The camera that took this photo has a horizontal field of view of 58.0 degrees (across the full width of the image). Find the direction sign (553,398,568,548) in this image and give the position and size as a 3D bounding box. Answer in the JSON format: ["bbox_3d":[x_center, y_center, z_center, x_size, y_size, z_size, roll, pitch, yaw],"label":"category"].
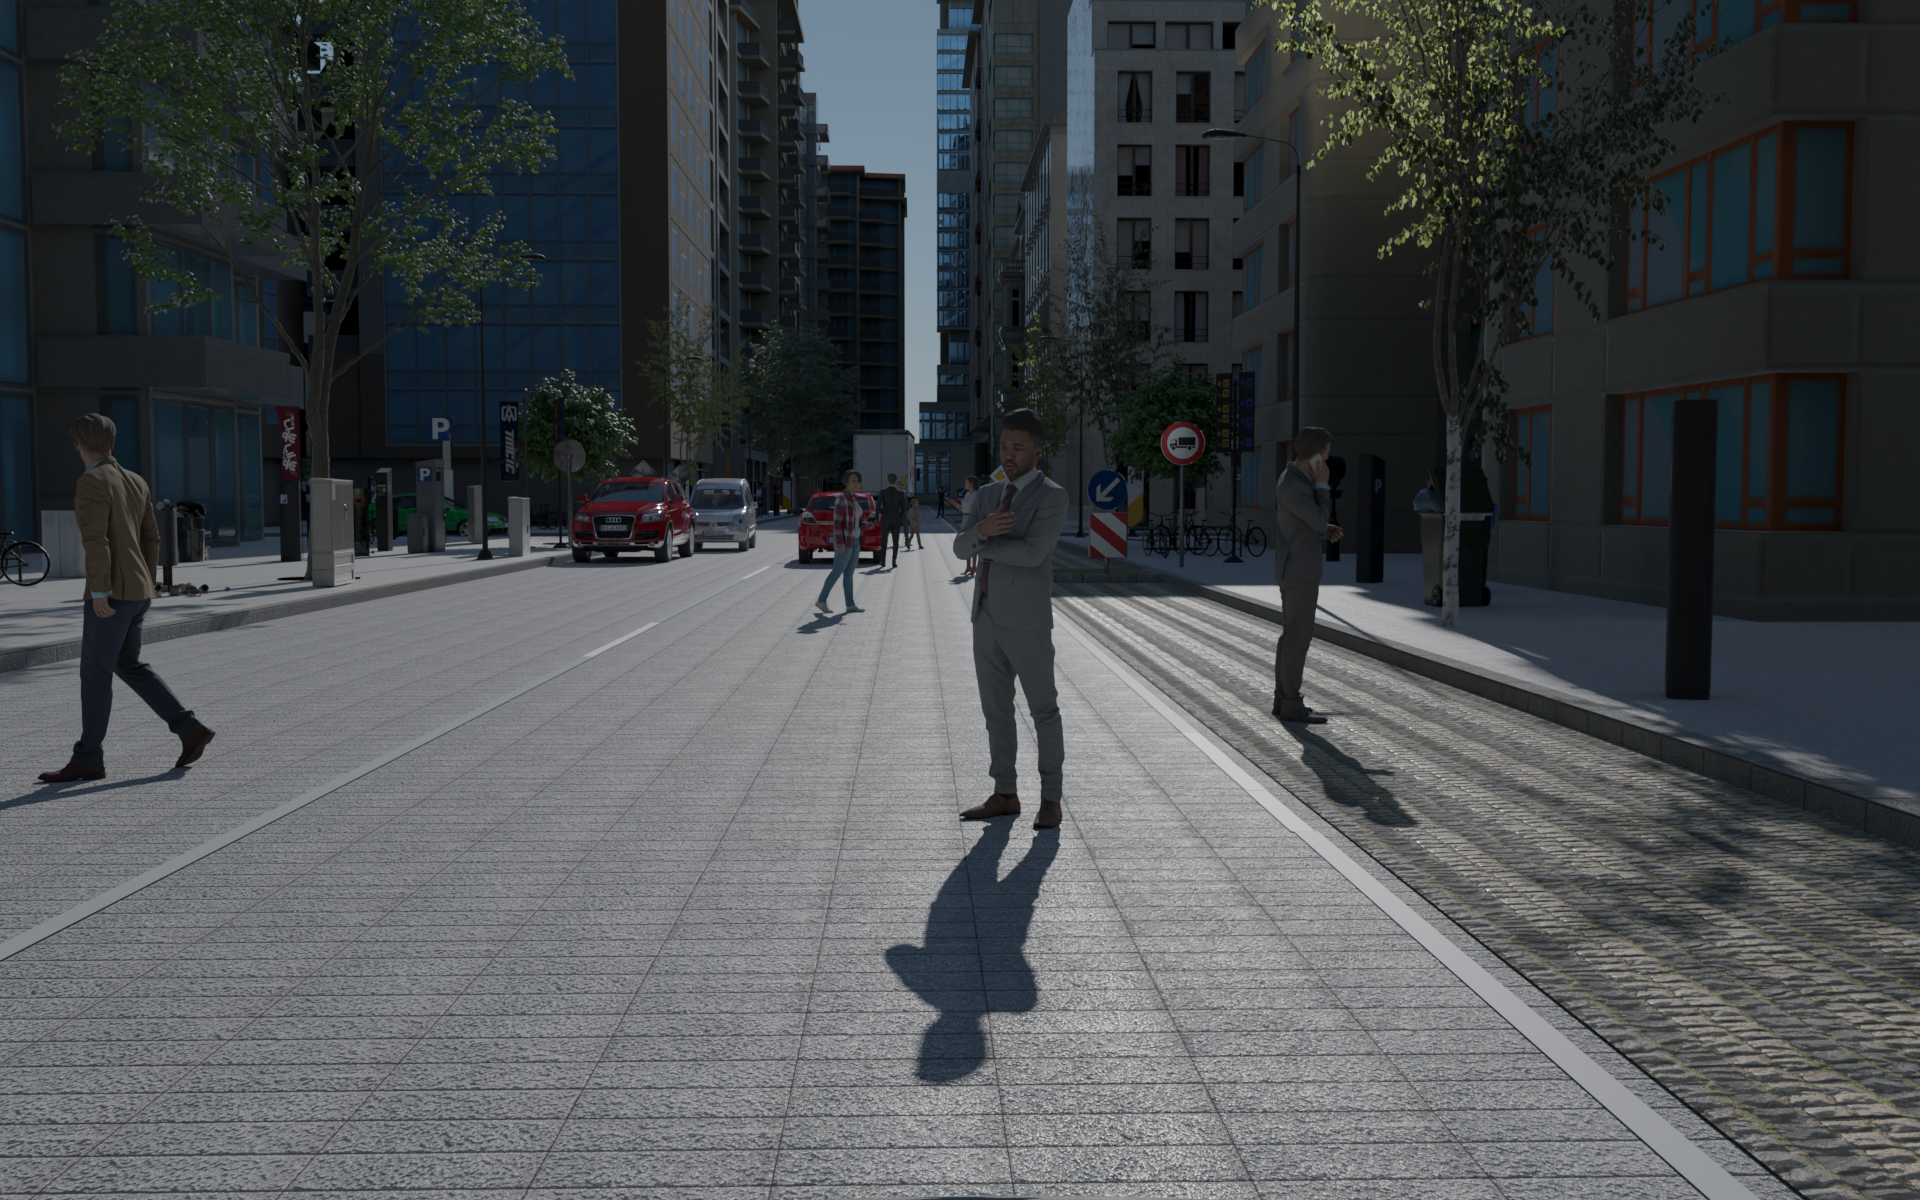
[{"bbox_3d":[-9.497,-3.003,41.093,0.379,3.537,0.876,-2,4,-27],"label":"direction sign"}]

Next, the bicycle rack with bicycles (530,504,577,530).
[{"bbox_3d":[-14.968,-3.022,62.797,2.925,0.926,2.852,2,4,30],"label":"bicycle rack with bicycles"}]

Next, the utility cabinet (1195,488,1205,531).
[{"bbox_3d":[8.194,-3.085,59.126,0.318,1.500,1.173,0,4,6],"label":"utility cabinet"}]

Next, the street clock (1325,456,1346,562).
[{"bbox_3d":[7.097,-1.732,32.896,0.358,2.002,0.471,-1,4,-22],"label":"street clock"}]

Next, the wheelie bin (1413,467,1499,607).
[{"bbox_3d":[5.652,-0.732,19.878,0.980,1.594,0.693,-1,4,-9],"label":"wheelie bin"}]

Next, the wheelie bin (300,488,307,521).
[{"bbox_3d":[-31.627,-4.610,83.286,0.693,1.594,0.980,-1,4,-18],"label":"wheelie bin"}]

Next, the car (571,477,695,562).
[{"bbox_3d":[-7.096,-1.792,37.974,2.281,1.827,5.304,0,4,0],"label":"car"}]

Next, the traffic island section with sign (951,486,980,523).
[{"bbox_3d":[0.718,-4.671,84.991,1.989,1.847,2.006,0,4,-2],"label":"traffic island section with sign"}]

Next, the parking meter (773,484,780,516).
[{"bbox_3d":[-10.778,-5.873,101.734,0.255,1.863,0.399,-3,4,-38],"label":"parking meter"}]

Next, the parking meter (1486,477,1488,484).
[{"bbox_3d":[6.757,-0.883,22.855,0.372,1.533,0.369,0,3,0],"label":"parking meter"}]

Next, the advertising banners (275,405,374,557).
[{"bbox_3d":[-12.832,-2.374,35.004,0.090,3.025,2.074,3,5,40],"label":"advertising banners"}]

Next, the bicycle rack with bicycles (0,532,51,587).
[{"bbox_3d":[-14.122,-0.645,23.931,2.925,0.926,2.852,-1,4,-10],"label":"bicycle rack with bicycles"}]

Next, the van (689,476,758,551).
[{"bbox_3d":[-6.184,-2.300,44.620,2.013,2.044,4.112,0,4,-3],"label":"van"}]

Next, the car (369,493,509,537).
[{"bbox_3d":[-16.252,-2.711,53.113,4.718,1.807,1.959,0,4,-2],"label":"car"}]

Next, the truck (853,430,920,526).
[{"bbox_3d":[-3.408,-5.638,81.094,2.839,4.237,11.283,0,4,0],"label":"truck"}]

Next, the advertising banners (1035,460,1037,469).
[{"bbox_3d":[2.855,-3.997,61.544,0.090,3.025,2.074,-1,4,-12],"label":"advertising banners"}]

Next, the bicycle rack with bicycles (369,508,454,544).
[{"bbox_3d":[-14.416,-1.924,44.841,2.852,0.926,2.925,-1,4,-15],"label":"bicycle rack with bicycles"}]

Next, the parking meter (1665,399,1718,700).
[{"bbox_3d":[4.612,-0.319,10.928,0.255,1.863,0.399,1,4,20],"label":"parking meter"}]

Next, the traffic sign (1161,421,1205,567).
[{"bbox_3d":[3.885,-1.845,30.265,0.768,2.556,0.104,0,4,3],"label":"traffic sign"}]

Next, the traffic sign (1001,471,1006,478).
[{"bbox_3d":[1.607,-2.902,51.084,0.795,2.450,0.064,0,4,-2],"label":"traffic sign"}]

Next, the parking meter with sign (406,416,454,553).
[{"bbox_3d":[-11.695,-2.562,38.152,0.543,3.016,1.738,0,4,3],"label":"parking meter with sign"}]

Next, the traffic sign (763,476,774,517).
[{"bbox_3d":[-10.648,-5.758,96.275,0.606,2.300,0.079,0,4,7],"label":"traffic sign"}]

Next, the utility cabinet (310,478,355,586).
[{"bbox_3d":[-8.780,-0.955,24.285,0.318,1.500,1.173,0,4,-6],"label":"utility cabinet"}]

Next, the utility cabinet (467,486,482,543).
[{"bbox_3d":[-12.577,-2.223,45.019,0.318,1.500,1.173,-2,4,-24],"label":"utility cabinet"}]

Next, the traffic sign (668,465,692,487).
[{"bbox_3d":[-9.502,-3.373,58.790,0.795,2.450,0.064,0,4,-2],"label":"traffic sign"}]

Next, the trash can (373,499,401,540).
[{"bbox_3d":[-16.053,-2.257,48.561,0.748,1.137,0.748,0,3,0],"label":"trash can"}]

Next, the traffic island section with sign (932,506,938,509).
[{"bbox_3d":[-1.362,-9.311,160.861,1.989,1.847,2.006,0,4,-2],"label":"traffic island section with sign"}]

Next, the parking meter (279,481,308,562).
[{"bbox_3d":[-12.727,-1.498,32.909,0.372,1.533,0.369,0,3,0],"label":"parking meter"}]

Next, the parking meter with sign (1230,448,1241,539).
[{"bbox_3d":[7.779,-3.167,48.048,0.543,3.016,1.738,1,4,18],"label":"parking meter with sign"}]

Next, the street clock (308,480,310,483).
[{"bbox_3d":[-31.951,-4.952,85.530,0.471,2.002,0.358,2,4,35],"label":"street clock"}]

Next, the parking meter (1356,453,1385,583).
[{"bbox_3d":[5.944,-1.183,25.057,0.399,1.863,0.255,-3,5,-43],"label":"parking meter"}]

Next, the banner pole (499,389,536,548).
[{"bbox_3d":[-10.531,-3.126,41.131,0.863,3.779,0.401,-2,4,-35],"label":"banner pole"}]

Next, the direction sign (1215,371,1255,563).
[{"bbox_3d":[5.126,-2.467,32.333,0.379,3.537,0.876,-3,5,-44],"label":"direction sign"}]

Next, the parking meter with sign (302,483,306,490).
[{"bbox_3d":[-44.517,-7.451,118.084,1.738,3.016,0.543,0,4,-4],"label":"parking meter with sign"}]

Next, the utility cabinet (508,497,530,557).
[{"bbox_3d":[-9.147,-1.518,35.984,0.306,1.237,1.020,0,4,-5],"label":"utility cabinet"}]

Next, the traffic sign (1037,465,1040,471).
[{"bbox_3d":[2.815,-4.237,69.381,0.768,2.556,0.104,0,3,0],"label":"traffic sign"}]

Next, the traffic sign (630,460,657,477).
[{"bbox_3d":[-9.284,-2.885,50.808,0.795,2.450,0.064,0,4,-2],"label":"traffic sign"}]

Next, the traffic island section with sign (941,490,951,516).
[{"bbox_3d":[-0.024,-6.319,111.936,1.989,1.847,2.006,0,4,-2],"label":"traffic island section with sign"}]

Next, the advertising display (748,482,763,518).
[{"bbox_3d":[-10.875,-5.280,91.535,0.974,1.923,0.123,1,4,17],"label":"advertising display"}]

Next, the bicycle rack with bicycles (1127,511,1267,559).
[{"bbox_3d":[4.601,-1.373,35.830,2.852,0.926,2.925,-1,4,-23],"label":"bicycle rack with bicycles"}]

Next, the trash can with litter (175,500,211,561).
[{"bbox_3d":[-14.665,-1.322,33.006,0.624,1.170,1.055,-1,4,-14],"label":"trash can with litter"}]

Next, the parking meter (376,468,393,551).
[{"bbox_3d":[-12.945,-2.032,38.941,0.255,1.863,0.399,0,3,0],"label":"parking meter"}]

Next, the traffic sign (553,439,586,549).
[{"bbox_3d":[-9.114,-2.465,40.403,0.768,2.556,0.104,0,4,3],"label":"traffic sign"}]

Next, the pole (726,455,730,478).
[{"bbox_3d":[-12.082,-5.898,90.270,0.158,3.312,0.155,0,3,0],"label":"pole"}]

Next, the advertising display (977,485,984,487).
[{"bbox_3d":[1.425,-6.989,119.478,0.123,1.923,0.974,2,4,29],"label":"advertising display"}]

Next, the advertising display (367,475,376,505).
[{"bbox_3d":[-19.413,-3.219,57.845,0.123,1.923,0.974,1,4,19],"label":"advertising display"}]

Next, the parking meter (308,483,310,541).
[{"bbox_3d":[-14.722,-1.904,39.546,0.372,1.533,0.369,0,3,0],"label":"parking meter"}]

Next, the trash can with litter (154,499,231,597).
[{"bbox_3d":[-10.288,-0.688,22.309,1.678,1.210,2.233,-2,4,-31],"label":"trash can with litter"}]

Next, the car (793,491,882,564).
[{"bbox_3d":[-2.531,-1.721,37.172,2.155,1.783,4.494,0,4,-3],"label":"car"}]

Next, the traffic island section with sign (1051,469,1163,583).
[{"bbox_3d":[2.249,-1.224,28.638,1.989,1.847,2.006,0,4,-2],"label":"traffic island section with sign"}]

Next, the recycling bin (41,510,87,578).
[{"bbox_3d":[-13.628,-0.868,26.753,0.722,1.027,0.722,1,4,15],"label":"recycling bin"}]

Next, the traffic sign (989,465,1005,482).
[{"bbox_3d":[1.389,-3.390,59.066,0.795,2.450,0.064,0,4,-2],"label":"traffic sign"}]
